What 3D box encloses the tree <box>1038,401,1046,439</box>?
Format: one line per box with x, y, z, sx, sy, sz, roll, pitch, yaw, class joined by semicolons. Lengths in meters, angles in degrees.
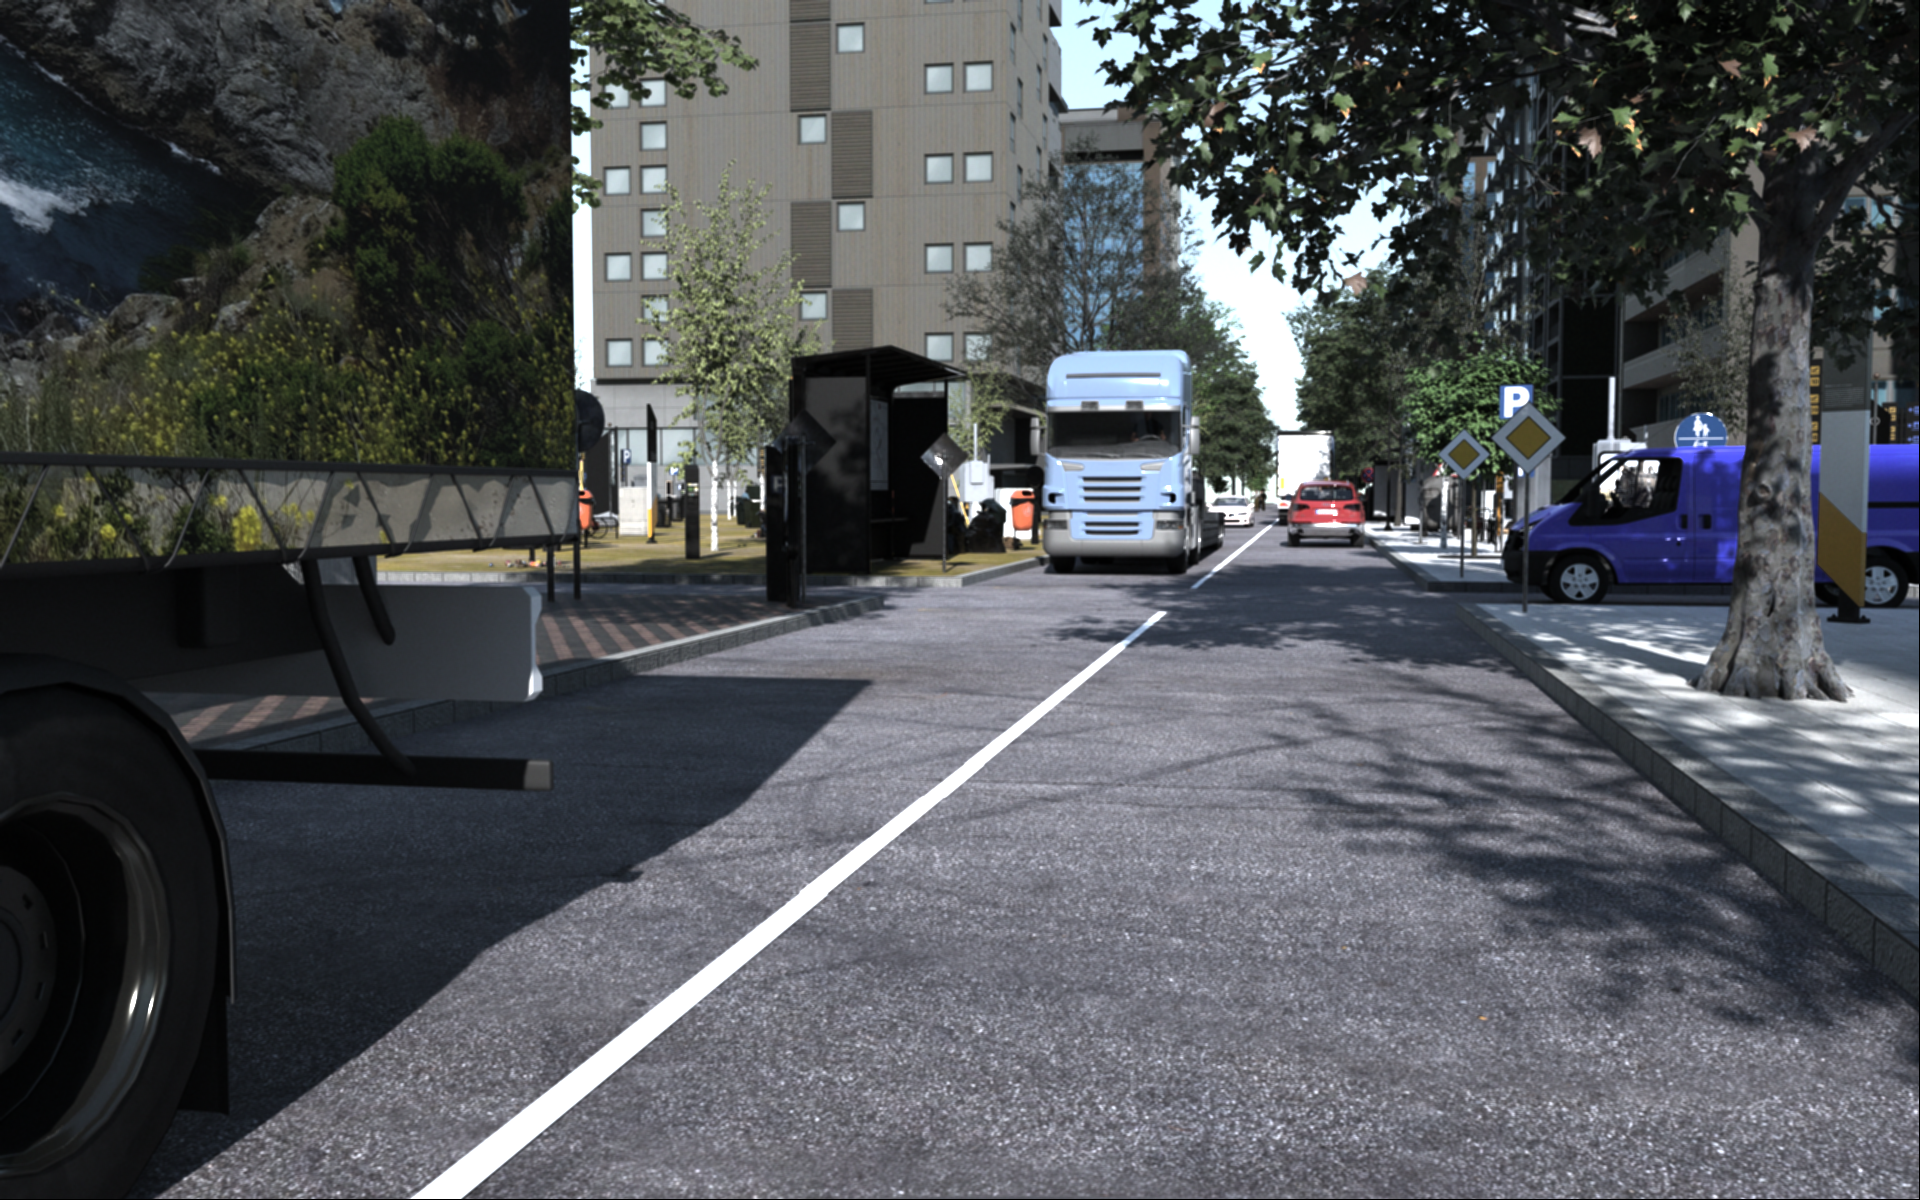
6.495;-8.964;96.921;4.737;8.622;4.395;0;3;0;tree

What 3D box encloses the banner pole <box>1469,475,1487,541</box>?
14.102;-3.487;47.026;0.863;3.779;0.401;-3;4;-38;banner pole

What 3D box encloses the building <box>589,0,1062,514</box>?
-7.775;-32.436;119.575;28.713;52.752;27.495;1;4;11;building

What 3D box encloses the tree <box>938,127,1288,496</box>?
4.460;-9.094;59.063;12.009;13.543;11.850;0;3;0;tree

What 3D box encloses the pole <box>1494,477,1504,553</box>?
11.739;-2.679;37.643;0.158;3.312;0.155;0;3;0;pole

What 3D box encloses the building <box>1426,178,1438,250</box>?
74.278;-37.735;236.575;23.786;49.044;30.456;1;4;11;building

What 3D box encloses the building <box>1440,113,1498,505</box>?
63.187;-33.712;201.297;14.600;45.320;14.200;1;4;11;building

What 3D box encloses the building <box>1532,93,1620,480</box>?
49.121;-41.575;118.007;20.563;71.187;20.611;1;4;11;building

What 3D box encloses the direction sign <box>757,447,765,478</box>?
-9.233;-5.550;82.744;0.876;3.537;0.379;0;4;-2;direction sign

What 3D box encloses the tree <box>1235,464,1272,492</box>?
41.676;-17.853;242.264;4.737;8.622;4.395;0;3;0;tree

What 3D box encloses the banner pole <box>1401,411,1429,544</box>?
11.750;-3.352;44.824;0.401;3.779;0.863;-3;5;-42;banner pole

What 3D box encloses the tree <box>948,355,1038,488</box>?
0.762;-8.578;90.617;4.737;8.622;4.395;0;3;0;tree

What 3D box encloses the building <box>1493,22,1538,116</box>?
55.777;-32.065;143.873;23.786;49.044;30.456;1;4;11;building

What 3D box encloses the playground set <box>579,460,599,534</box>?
-14.142;-4.241;56.115;5.302;4.214;5.637;1;4;10;playground set

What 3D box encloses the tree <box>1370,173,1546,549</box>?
11.537;-5.532;40.807;4.360;8.622;3.978;0;3;0;tree

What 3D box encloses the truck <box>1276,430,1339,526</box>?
16.368;-5.668;81.584;2.839;4.237;11.283;1;4;13;truck

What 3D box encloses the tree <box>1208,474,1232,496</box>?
19.092;-8.117;127.315;1.663;3.219;1.824;0;3;0;tree

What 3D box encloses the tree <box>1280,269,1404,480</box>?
33.420;-17.622;144.010;12.611;20.169;13.585;0;3;0;tree

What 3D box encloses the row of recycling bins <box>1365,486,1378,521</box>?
20.381;-4.762;84.966;1.069;1.692;3.534;1;4;16;row of recycling bins

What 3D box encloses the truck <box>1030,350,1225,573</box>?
4.267;-2.971;38.333;2.967;4.110;18.799;1;4;11;truck

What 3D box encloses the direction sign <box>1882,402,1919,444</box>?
23.172;-3.101;42.700;0.876;3.537;0.379;2;4;28;direction sign

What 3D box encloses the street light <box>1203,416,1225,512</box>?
15.137;-8.013;103.557;1.470;5.913;1.316;1;4;11;street light

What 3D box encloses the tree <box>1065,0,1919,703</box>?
5.254;-5.733;10.741;9.611;12.733;9.660;0;3;0;tree

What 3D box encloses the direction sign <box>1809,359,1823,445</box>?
14.467;-2.261;28.960;0.379;3.537;0.876;-3;5;-43;direction sign

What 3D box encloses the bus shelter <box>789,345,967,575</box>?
-1.324;-2.404;30.587;1.731;3.624;6.357;1;4;11;bus shelter

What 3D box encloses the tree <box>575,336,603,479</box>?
-17.388;-7.660;75.605;4.360;8.622;3.978;0;3;0;tree

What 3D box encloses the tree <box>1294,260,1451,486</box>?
22.140;-11.341;92.082;9.857;13.997;8.962;0;3;0;tree

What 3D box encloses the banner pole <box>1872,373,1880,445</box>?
18.671;-2.803;35.845;0.863;3.779;0.401;0;4;3;banner pole

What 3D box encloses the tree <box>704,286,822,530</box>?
-6.859;-6.822;61.910;4.360;8.622;3.978;0;3;0;tree

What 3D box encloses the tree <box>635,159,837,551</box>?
-5.460;-5.431;39.156;4.737;8.622;4.395;0;3;0;tree

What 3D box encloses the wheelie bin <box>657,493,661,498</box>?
-12.982;-3.940;72.323;0.980;1.594;0.693;-1;4;-11;wheelie bin

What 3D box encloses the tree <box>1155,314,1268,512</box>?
16.730;-13.002;119.241;9.857;13.997;8.962;0;3;0;tree

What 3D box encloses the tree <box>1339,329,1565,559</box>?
10.427;-3.122;34.763;4.285;4.588;4.351;0;3;0;tree

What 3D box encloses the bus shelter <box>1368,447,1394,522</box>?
19.409;-5.123;77.690;2.014;3.302;5.546;1;4;11;bus shelter

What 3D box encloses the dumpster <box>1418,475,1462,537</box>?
14.401;-2.817;51.818;1.264;1.857;1.865;1;4;11;dumpster

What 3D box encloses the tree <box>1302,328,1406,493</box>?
26.908;-12.198;117.563;7.486;12.596;7.792;0;3;0;tree

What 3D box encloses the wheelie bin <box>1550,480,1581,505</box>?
13.289;-1.847;38.106;0.980;1.594;0.693;1;4;11;wheelie bin

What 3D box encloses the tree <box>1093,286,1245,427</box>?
9.773;-9.682;84.056;9.928;11.665;9.643;0;3;0;tree

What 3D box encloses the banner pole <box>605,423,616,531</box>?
-12.196;-4.323;60.700;0.401;3.779;0.863;-2;4;-26;banner pole

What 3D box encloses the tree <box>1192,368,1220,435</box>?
11.851;-8.781;93.925;4.737;8.622;4.395;0;3;0;tree

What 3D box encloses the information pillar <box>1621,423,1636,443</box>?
21.866;-4.001;56.775;0.504;3.616;0.183;1;4;15;information pillar

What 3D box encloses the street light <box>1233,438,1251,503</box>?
23.291;-10.484;143.959;1.470;5.913;1.316;1;4;11;street light

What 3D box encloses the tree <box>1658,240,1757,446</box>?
20.984;-5.869;46.317;4.360;8.622;3.978;0;3;0;tree

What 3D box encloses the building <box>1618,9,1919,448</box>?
38.312;-27.007;65.264;21.300;48.544;21.600;1;4;11;building

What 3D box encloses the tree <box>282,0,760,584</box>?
-4.985;-5.739;11.958;7.486;12.596;7.792;0;3;0;tree

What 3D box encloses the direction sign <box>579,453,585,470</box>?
-19.372;-5.991;89.943;0.876;3.537;0.379;2;4;28;direction sign

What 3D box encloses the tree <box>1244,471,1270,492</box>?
37.395;-14.332;218.034;4.285;4.588;4.351;0;3;0;tree

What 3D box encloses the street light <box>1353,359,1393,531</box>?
14.226;-5.327;59.644;1.470;5.913;1.316;1;4;11;street light

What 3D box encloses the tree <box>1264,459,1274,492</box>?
44.897;-18.764;257.146;4.360;8.622;3.978;0;3;0;tree

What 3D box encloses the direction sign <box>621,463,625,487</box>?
-21.084;-7.113;108.289;0.379;3.537;0.876;-2;4;-24;direction sign

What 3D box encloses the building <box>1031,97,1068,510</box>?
-4.783;-27.750;145.600;32.217;40.220;23.993;1;4;11;building

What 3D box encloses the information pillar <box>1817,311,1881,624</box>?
8.845;-1.586;17.283;0.183;3.616;0.504;-2;4;-30;information pillar

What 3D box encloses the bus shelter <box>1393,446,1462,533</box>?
15.513;-3.851;56.880;2.014;3.302;5.546;1;4;11;bus shelter

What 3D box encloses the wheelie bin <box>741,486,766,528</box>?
-7.820;-3.522;65.486;0.980;1.594;0.693;-2;4;-33;wheelie bin

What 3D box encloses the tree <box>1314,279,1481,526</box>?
17.706;-8.197;68.433;7.601;10.594;8.767;0;4;1;tree

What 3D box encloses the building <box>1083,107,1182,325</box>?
16.485;-39.865;241.035;28.713;52.752;27.495;1;4;11;building

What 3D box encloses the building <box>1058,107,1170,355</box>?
17.275;-33.931;204.874;14.600;45.320;14.200;1;4;11;building
